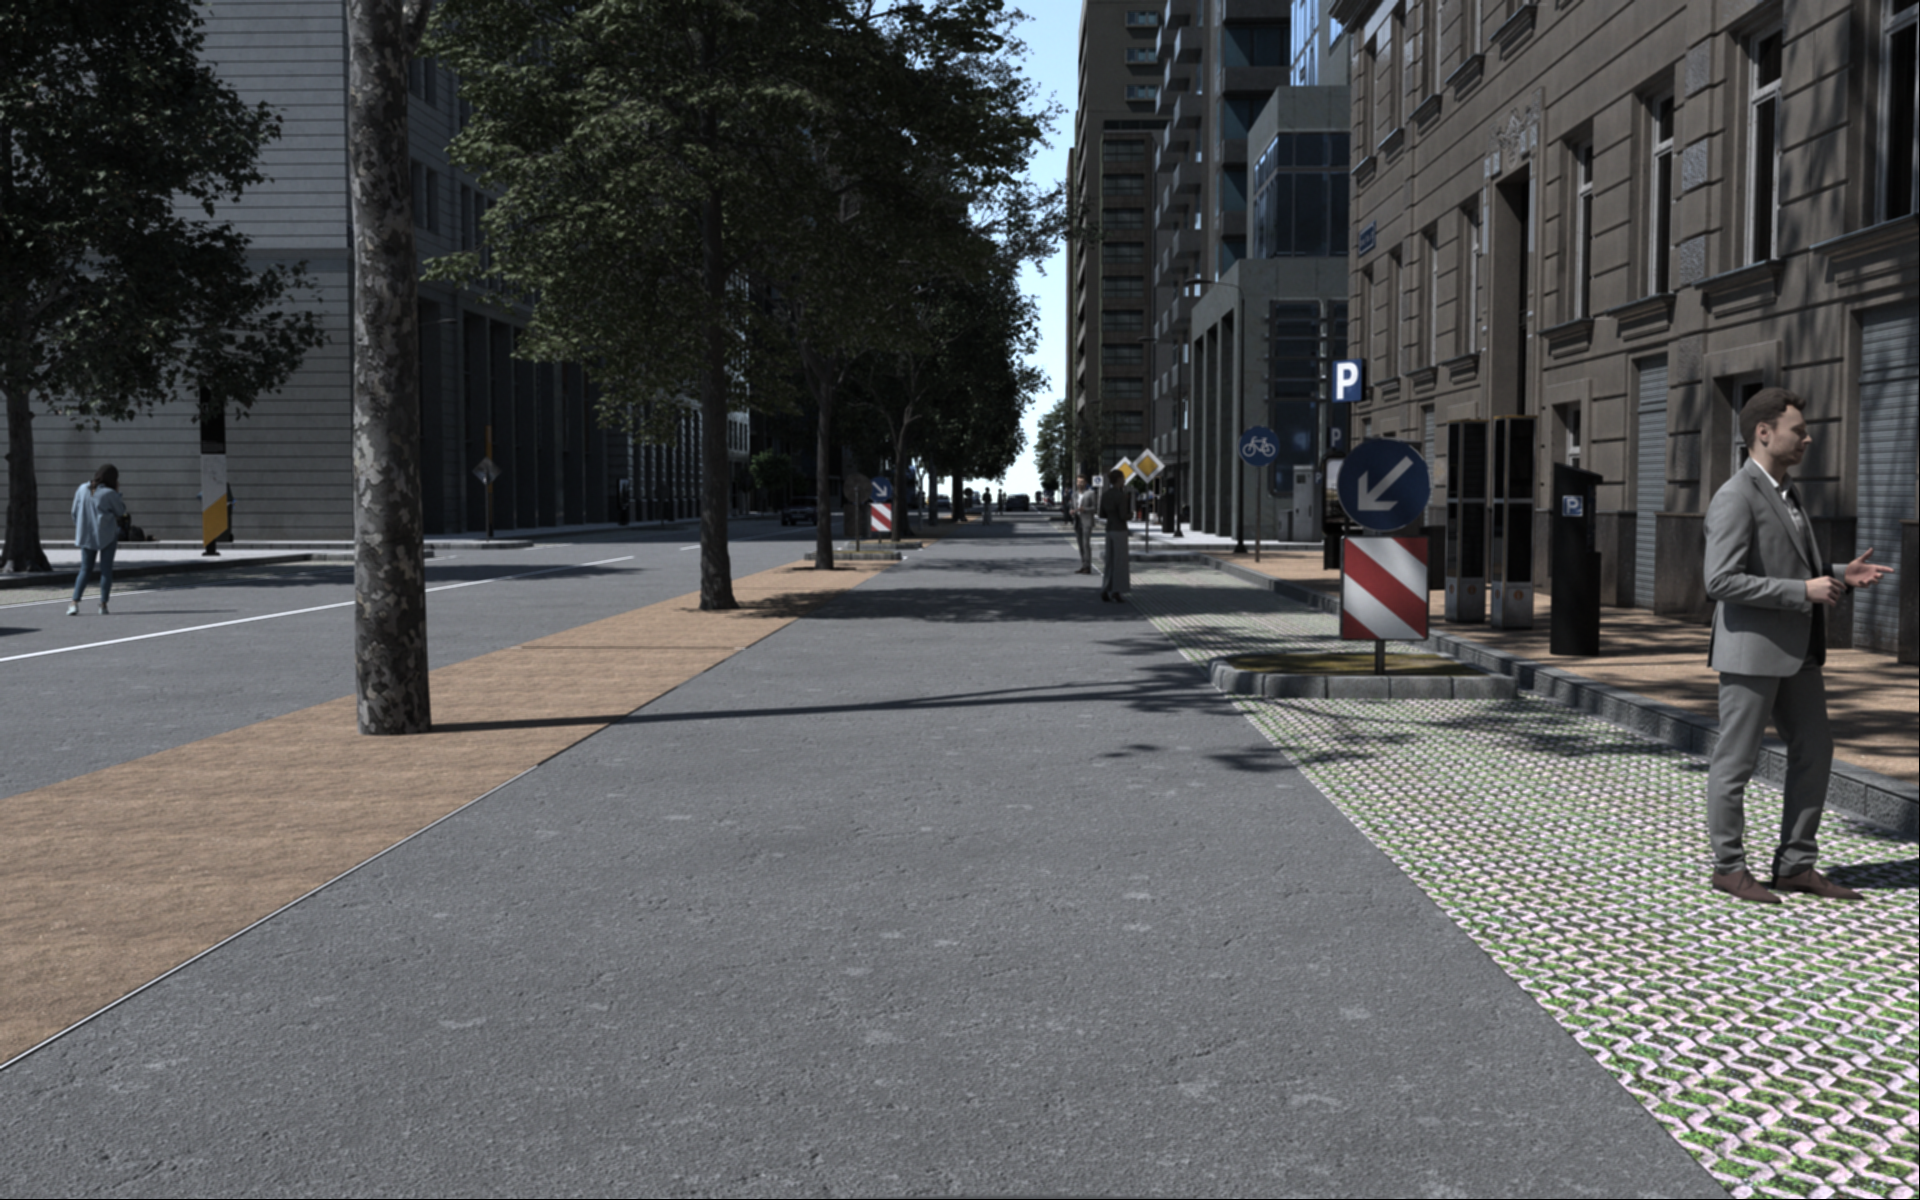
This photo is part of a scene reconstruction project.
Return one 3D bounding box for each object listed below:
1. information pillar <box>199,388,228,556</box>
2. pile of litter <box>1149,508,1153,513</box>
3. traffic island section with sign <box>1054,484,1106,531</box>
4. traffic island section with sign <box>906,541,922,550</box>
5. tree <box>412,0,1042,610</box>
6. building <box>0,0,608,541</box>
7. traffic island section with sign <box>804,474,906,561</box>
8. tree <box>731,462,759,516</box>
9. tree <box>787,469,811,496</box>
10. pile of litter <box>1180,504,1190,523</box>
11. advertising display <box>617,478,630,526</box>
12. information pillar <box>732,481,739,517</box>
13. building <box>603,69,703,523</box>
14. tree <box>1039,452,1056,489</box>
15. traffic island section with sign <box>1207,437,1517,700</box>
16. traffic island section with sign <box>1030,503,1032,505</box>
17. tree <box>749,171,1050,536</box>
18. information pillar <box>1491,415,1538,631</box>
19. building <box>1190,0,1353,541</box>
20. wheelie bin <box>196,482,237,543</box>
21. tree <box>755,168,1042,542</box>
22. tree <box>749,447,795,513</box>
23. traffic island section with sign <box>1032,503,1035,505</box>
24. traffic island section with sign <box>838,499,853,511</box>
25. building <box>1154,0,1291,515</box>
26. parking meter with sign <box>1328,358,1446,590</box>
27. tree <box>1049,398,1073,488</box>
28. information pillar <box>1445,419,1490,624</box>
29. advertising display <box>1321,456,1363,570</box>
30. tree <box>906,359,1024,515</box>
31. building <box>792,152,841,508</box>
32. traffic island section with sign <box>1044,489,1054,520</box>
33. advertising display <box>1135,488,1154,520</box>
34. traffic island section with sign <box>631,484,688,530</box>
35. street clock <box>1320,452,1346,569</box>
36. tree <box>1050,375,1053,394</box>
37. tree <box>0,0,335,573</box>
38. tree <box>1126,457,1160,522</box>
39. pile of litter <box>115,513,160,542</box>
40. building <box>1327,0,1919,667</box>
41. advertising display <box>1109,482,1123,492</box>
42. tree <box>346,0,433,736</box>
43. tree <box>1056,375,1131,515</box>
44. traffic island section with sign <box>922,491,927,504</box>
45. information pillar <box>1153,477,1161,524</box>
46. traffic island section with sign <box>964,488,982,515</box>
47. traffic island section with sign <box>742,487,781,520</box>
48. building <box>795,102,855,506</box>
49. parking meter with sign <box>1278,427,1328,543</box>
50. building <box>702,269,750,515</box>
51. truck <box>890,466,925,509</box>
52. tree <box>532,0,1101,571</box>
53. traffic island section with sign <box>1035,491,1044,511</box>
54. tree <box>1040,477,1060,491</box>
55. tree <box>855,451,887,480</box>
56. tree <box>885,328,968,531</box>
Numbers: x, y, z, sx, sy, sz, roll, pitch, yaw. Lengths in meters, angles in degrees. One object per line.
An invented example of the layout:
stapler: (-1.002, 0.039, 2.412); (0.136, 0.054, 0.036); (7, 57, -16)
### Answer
information pillar: (-15.520, -2.730, 35.987); (0.504, 3.616, 0.183); (-1, 4, -18)
pile of litter: (12.748, -6.274, 116.553); (1.719, 0.858, 1.176); (1, 4, 12)
traffic island section with sign: (4.802, -3.619, 67.798); (1.989, 1.847, 2.006); (0, 4, 2)
traffic island section with sign: (-2.048, -2.285, 45.496); (2.006, 1.907, 1.989); (0, 4, 2)
tree: (-2.921, -6.120, 20.646); (7.486, 12.596, 7.792); (0, 3, 0)
building: (-21.484, -17.365, 61.405); (11.434, 29.767, 29.804); (0, 4, 2)
traffic island section with sign: (-2.315, -1.832, 38.093); (2.006, 1.907, 1.989); (0, 4, 2)
tree: (-12.850, -6.639, 103.149); (1.663, 3.219, 1.824); (0, 3, 0)
tree: (-11.981, -8.333, 130.839); (1.663, 3.219, 1.824); (0, 3, 0)
pile of litter: (10.329, -3.853, 76.954); (1.176, 0.858, 1.719); (3, 4, 36)
advertising display: (-13.641, -3.972, 70.150); (0.123, 1.923, 0.974); (1, 4, 13)
information pillar: (-12.664, -5.690, 97.525); (0.304, 2.012, 0.304); (1, 4, 9)
building: (-19.276, -15.748, 86.362); (11.050, 23.489, 19.941); (0, 4, 2)
tree: (14.243, -19.407, 267.672); (4.360, 8.622, 3.978); (0, 3, 0)
traffic island section with sign: (2.899, -0.265, 12.954); (1.989, 1.847, 2.006); (0, 4, 2)
traffic island section with sign: (10.358, -13.404, 227.783); (1.989, 1.847, 2.006); (0, 4, 2)
tree: (-2.000, -8.485, 58.196); (9.611, 12.733, 9.660); (0, 3, 0)
information pillar: (5.220, -0.724, 16.330); (0.304, 2.012, 0.304); (0, 4, -5)
building: (23.492, -45.448, 55.747); (31.000, 86.520, 22.319); (0, 4, 2)
wheelie bin: (-19.699, -2.320, 45.841); (0.980, 1.594, 0.693); (-3, 5, -41)
tree: (-1.905, -6.893, 49.563); (8.767, 10.594, 7.601); (0, 4, 2)
tree: (-13.019, -8.294, 119.327); (4.285, 4.588, 4.351); (0, 3, 0)
traffic island section with sign: (8.429, -10.005, 172.210); (1.989, 1.847, 2.006); (0, 4, 2)
traffic island section with sign: (-9.171, -8.388, 145.771); (1.989, 1.847, 2.006); (0, 4, 2)
building: (22.833, -29.251, 97.860); (23.786, 49.044, 30.456); (0, 4, 2)
parking meter with sign: (5.757, -1.633, 22.962); (1.738, 3.016, 0.543); (-2, 4, -31)
tree: (11.908, -17.513, 204.456); (7.486, 12.596, 7.792); (0, 3, 0)
information pillar: (5.037, -0.779, 17.222); (0.304, 2.012, 0.304); (-1, 4, -10)
advertising display: (6.596, -1.468, 29.215); (0.974, 1.923, 0.123); (0, 4, -1)
tree: (0.037, -12.674, 116.325); (9.857, 13.997, 8.962); (0, 3, 0)
building: (-27.987, -28.832, 163.286); (32.217, 40.220, 23.993); (0, 4, 2)
traffic island section with sign: (5.742, -5.269, 94.784); (1.989, 1.847, 2.006); (0, 4, 2)
advertising display: (9.021, -4.832, 84.219); (0.974, 1.923, 0.123); (1, 4, 11)
traffic island section with sign: (-11.851, -3.671, 68.653); (1.989, 1.847, 2.006); (0, 4, 2)
street clock: (6.402, -1.533, 29.635); (0.471, 2.002, 0.358); (-2, 4, -29)
tree: (-0.048, -10.322, 88.224); (9.611, 12.733, 9.660); (0, 3, 0)
tree: (-15.612, -6.822, 28.549); (9.611, 12.733, 9.660); (0, 3, 0)
tree: (8.495, -5.205, 79.709); (1.663, 3.219, 1.824); (0, 3, 0)
pile of litter: (-22.428, -1.989, 46.480); (1.719, 0.858, 1.176); (1, 4, 9)
building: (13.136, -13.798, 22.856); (12.463, 27.353, 25.104); (0, 4, 2)
advertising display: (7.365, -4.685, 81.809); (0.123, 1.923, 0.974); (-2, 4, -28)
tree: (-2.216, -9.208, 8.899); (12.611, 20.169, 13.585); (0, 3, 0)
tree: (8.305, -9.542, 106.373); (4.360, 8.622, 3.978); (0, 3, 0)
traffic island section with sign: (-5.368, -15.082, 255.214); (1.989, 1.847, 2.006); (0, 4, 2)
information pillar: (8.449, -4.266, 74.246); (0.304, 2.012, 0.304); (0, 4, 5)
traffic island section with sign: (0.551, -6.878, 120.589); (2.006, 1.907, 1.989); (0, 4, 2)
traffic island section with sign: (-10.915, -5.319, 95.592); (1.989, 1.847, 2.006); (0, 4, 2)
building: (-18.688, -32.550, 182.300); (14.600, 45.320, 14.200); (0, 4, 2)
parking meter with sign: (9.177, -3.021, 45.648); (0.543, 3.016, 1.738); (-3, 5, -41)
building: (-19.272, -15.296, 104.835); (10.420, 20.320, 16.860); (0, 4, 2)
truck: (-5.096, -11.064, 170.647); (2.967, 4.110, 18.799); (0, 4, 2)
tree: (-2.580, -7.311, 32.364); (12.009, 13.543, 11.850); (0, 3, 0)
traffic island section with sign: (7.477, -8.335, 144.911); (1.989, 1.847, 2.006); (0, 4, 2)
tree: (14.396, -17.877, 276.009); (4.285, 4.588, 4.351); (0, 3, 0)
tree: (-10.311, -14.967, 195.066); (4.360, 8.622, 3.978); (0, 3, 0)
tree: (-1.575, -7.012, 67.463); (4.737, 8.622, 4.395); (0, 3, 0)
